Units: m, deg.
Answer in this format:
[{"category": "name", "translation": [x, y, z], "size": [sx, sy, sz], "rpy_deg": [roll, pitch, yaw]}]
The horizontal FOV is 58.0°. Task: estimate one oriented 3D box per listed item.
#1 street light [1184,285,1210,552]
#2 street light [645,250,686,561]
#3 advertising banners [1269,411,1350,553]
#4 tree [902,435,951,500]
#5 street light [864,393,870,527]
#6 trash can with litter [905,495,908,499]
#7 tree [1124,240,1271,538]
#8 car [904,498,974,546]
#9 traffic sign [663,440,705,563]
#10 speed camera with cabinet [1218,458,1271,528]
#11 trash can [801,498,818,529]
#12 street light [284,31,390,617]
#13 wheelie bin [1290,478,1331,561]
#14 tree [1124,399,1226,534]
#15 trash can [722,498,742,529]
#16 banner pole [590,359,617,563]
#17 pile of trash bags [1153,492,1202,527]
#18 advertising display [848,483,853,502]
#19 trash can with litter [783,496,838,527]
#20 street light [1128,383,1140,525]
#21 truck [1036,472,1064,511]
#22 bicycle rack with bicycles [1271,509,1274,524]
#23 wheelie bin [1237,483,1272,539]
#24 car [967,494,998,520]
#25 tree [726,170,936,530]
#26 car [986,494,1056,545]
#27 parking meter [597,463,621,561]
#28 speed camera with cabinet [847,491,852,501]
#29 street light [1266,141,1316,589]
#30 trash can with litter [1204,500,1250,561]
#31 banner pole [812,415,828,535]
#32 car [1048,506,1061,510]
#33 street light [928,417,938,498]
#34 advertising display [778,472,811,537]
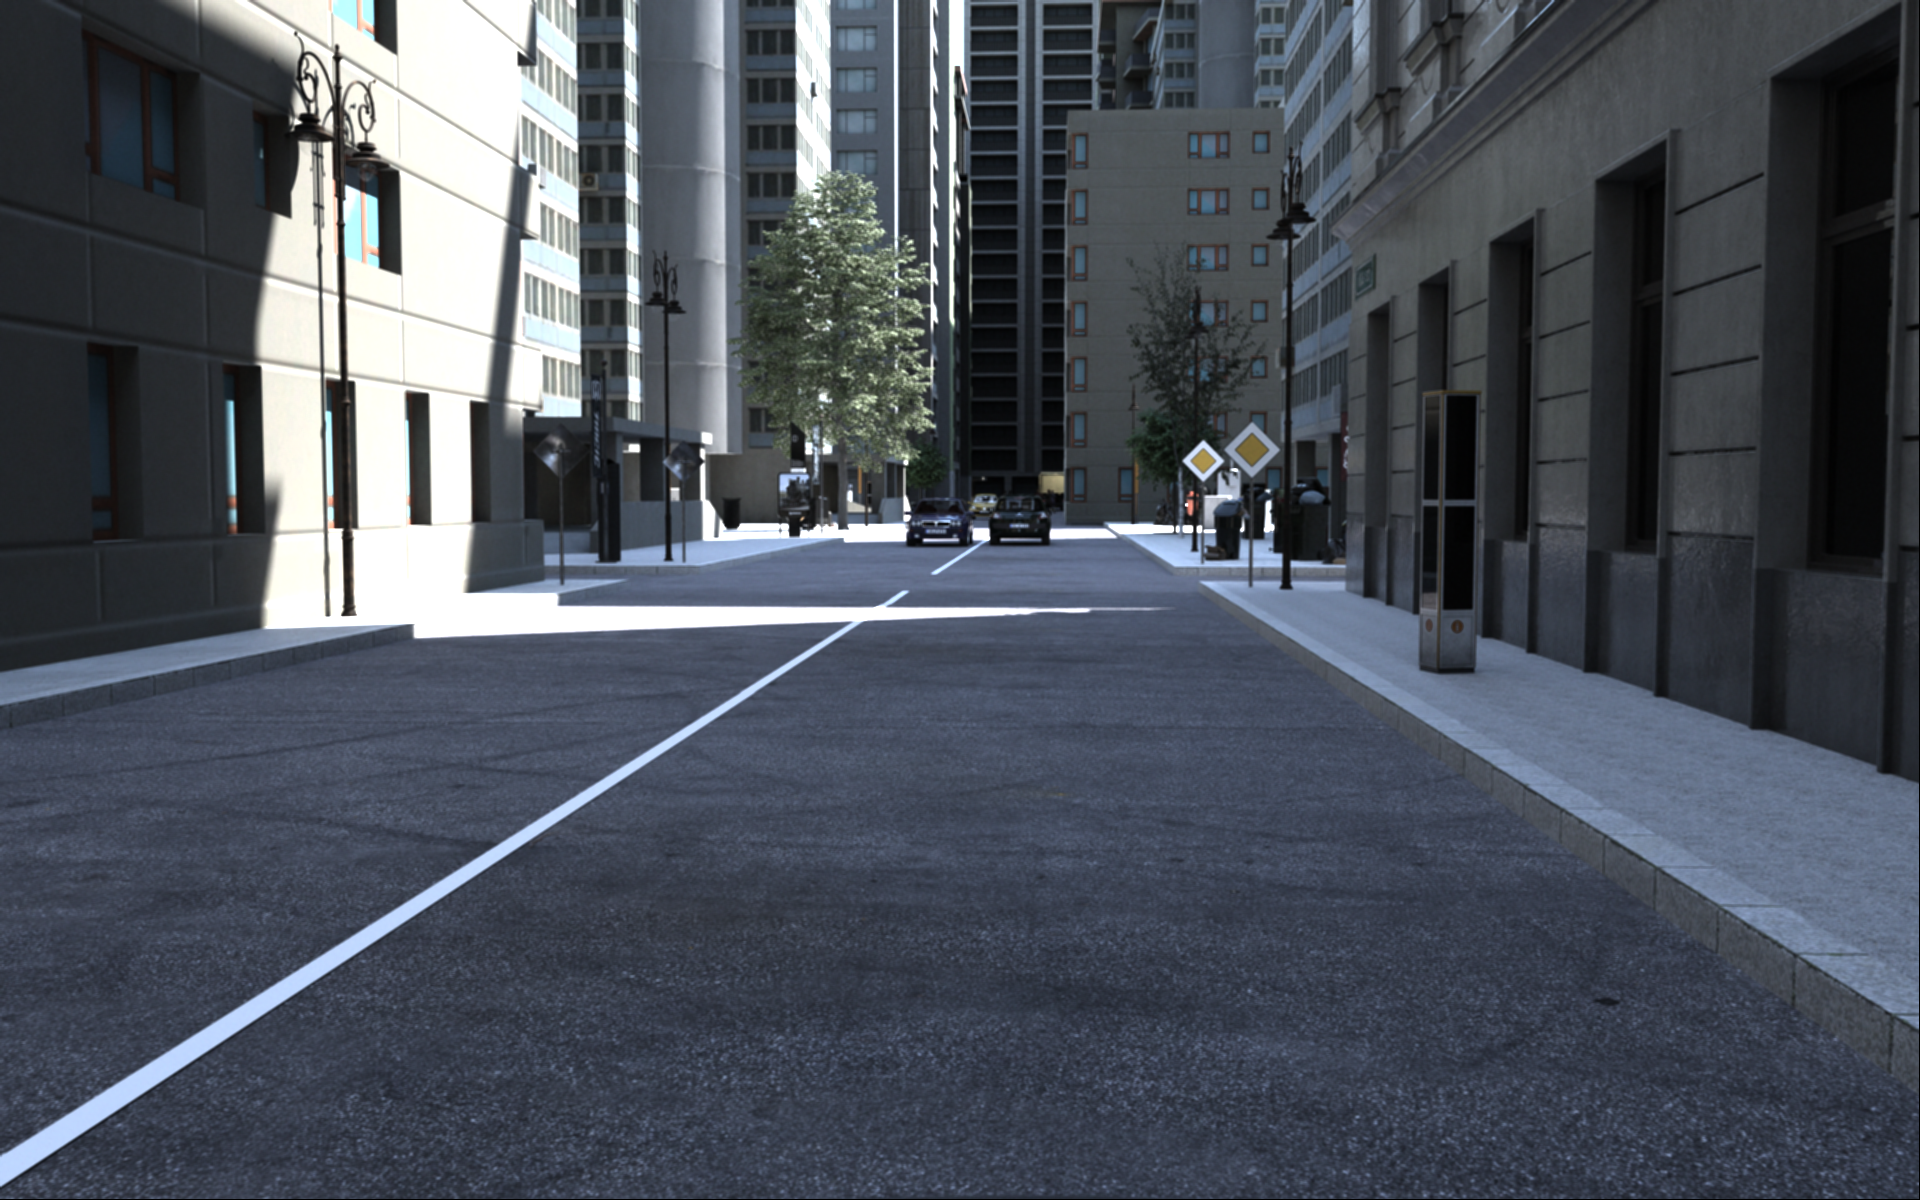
[{"category": "street light", "translation": [5.245, -4.021, 38.523], "size": [0.468, 5.910, 1.993], "rpy_deg": [0, 4, 3]}, {"category": "street light", "translation": [-5.593, -3.687, 33.064], "size": [0.468, 5.910, 1.993], "rpy_deg": [0, 4, 3]}, {"category": "advertising banners", "translation": [7.634, -2.501, 37.079], "size": [2.074, 3.025, 0.090], "rpy_deg": [2, 4, 31]}, {"category": "tree", "translation": [-2.197, -6.884, 96.259], "size": [4.285, 4.588, 4.351], "rpy_deg": [0, 3, 0]}, {"category": "street light", "translation": [-3.641, -5.782, 67.317], "size": [0.468, 5.910, 1.993], "rpy_deg": [0, 4, 3]}, {"category": "trash can with litter", "translation": [-3.047, -5.729, 104.721], "size": [2.233, 1.210, 1.678], "rpy_deg": [1, 4, 20]}, {"category": "tree", "translation": [6.523, -6.093, 49.981], "size": [4.360, 8.622, 3.978], "rpy_deg": [0, 3, 0]}, {"category": "car", "translation": [-0.548, -2.205, 48.638], "size": [1.945, 1.354, 3.894], "rpy_deg": [0, 4, 3]}, {"category": "traffic sign", "translation": [-5.166, -1.758, 32.384], "size": [0.795, 2.450, 0.064], "rpy_deg": [0, 4, 3]}, {"category": "speed camera with cabinet", "translation": [10.721, -4.338, 65.258], "size": [2.038, 3.252, 0.660], "rpy_deg": [-1, 4, -23]}, {"category": "trash can", "translation": [-5.543, -3.147, 63.099], "size": [0.748, 1.137, 0.748], "rpy_deg": [0, 3, 0]}, {"category": "street light", "translation": [-6.398, -2.763, 17.967], "size": [0.468, 5.910, 1.993], "rpy_deg": [0, 4, 3]}, {"category": "wheelie bin", "translation": [6.711, -1.559, 33.403], "size": [0.693, 1.594, 0.980], "rpy_deg": [-2, 4, -26]}, {"category": "tree", "translation": [6.987, -4.441, 56.320], "size": [4.285, 4.588, 4.351], "rpy_deg": [0, 3, 0]}, {"category": "trash can", "translation": [-8.364, -3.170, 63.482], "size": [0.748, 1.137, 0.748], "rpy_deg": [0, 3, 0]}, {"category": "banner pole", "translation": [-6.645, -2.567, 31.992], "size": [0.401, 3.779, 0.863], "rpy_deg": [1, 4, 10]}, {"category": "pile of trash bags", "translation": [9.008, -3.668, 69.719], "size": [1.912, 1.369, 3.447], "rpy_deg": [0, 4, -7]}, {"category": "advertising display", "translation": [-6.616, -6.025, 103.722], "size": [0.123, 1.923, 0.974], "rpy_deg": [1, 4, 11]}, {"category": "trash can with litter", "translation": [-5.689, -3.419, 66.961], "size": [2.233, 1.210, 1.678], "rpy_deg": [0, 4, 6]}, {"category": "street light", "translation": [7.227, -6.083, 72.244], "size": [0.468, 5.910, 1.993], "rpy_deg": [0, 4, 3]}, {"category": "truck", "translation": [8.188, -9.410, 149.779], "size": [3.469, 3.379, 9.791], "rpy_deg": [0, 4, 4]}, {"category": "bicycle rack with bicycles", "translation": [12.823, -3.789, 75.325], "size": [2.852, 0.926, 2.925], "rpy_deg": [-2, 4, -29]}, {"category": "wheelie bin", "translation": [8.371, -2.523, 49.157], "size": [0.980, 1.594, 0.693], "rpy_deg": [0, 4, 3]}, {"category": "car", "translation": [1.455, -5.347, 97.648], "size": [2.015, 1.641, 3.980], "rpy_deg": [0, 4, 3]}, {"category": "tree", "translation": [-4.599, -8.775, 61.604], "size": [7.486, 12.596, 7.792], "rpy_deg": [0, 3, 0]}, {"category": "car", "translation": [1.739, -2.443, 49.737], "size": [2.009, 1.686, 4.222], "rpy_deg": [0, 4, 3]}, {"category": "parking meter", "translation": [-6.697, -1.670, 33.017], "size": [0.399, 1.863, 0.255], "rpy_deg": [2, 4, 29]}, {"category": "speed camera with cabinet", "translation": [-6.826, -6.019, 92.745], "size": [2.038, 3.252, 0.660], "rpy_deg": [0, 4, 5]}, {"category": "street light", "translation": [4.406, -3.084, 23.212], "size": [0.468, 5.910, 1.993], "rpy_deg": [0, 4, 3]}, {"category": "trash can with litter", "translation": [5.168, -1.364, 33.696], "size": [0.624, 1.170, 1.055], "rpy_deg": [2, 4, 31]}, {"category": "banner pole", "translation": [-4.490, -3.968, 54.891], "size": [0.401, 3.779, 0.863], "rpy_deg": [-2, 4, -32]}, {"category": "car", "translation": [8.709, -9.272, 161.813], "size": [2.015, 1.641, 3.980], "rpy_deg": [0, 4, 3]}, {"category": "street light", "translation": [-1.602, -7.910, 102.124], "size": [0.468, 5.910, 1.993], "rpy_deg": [0, 4, 3]}, {"category": "advertising display", "translation": [-4.942, -2.839, 51.626], "size": [0.974, 1.923, 0.123], "rpy_deg": [-1, 4, -14]}]
